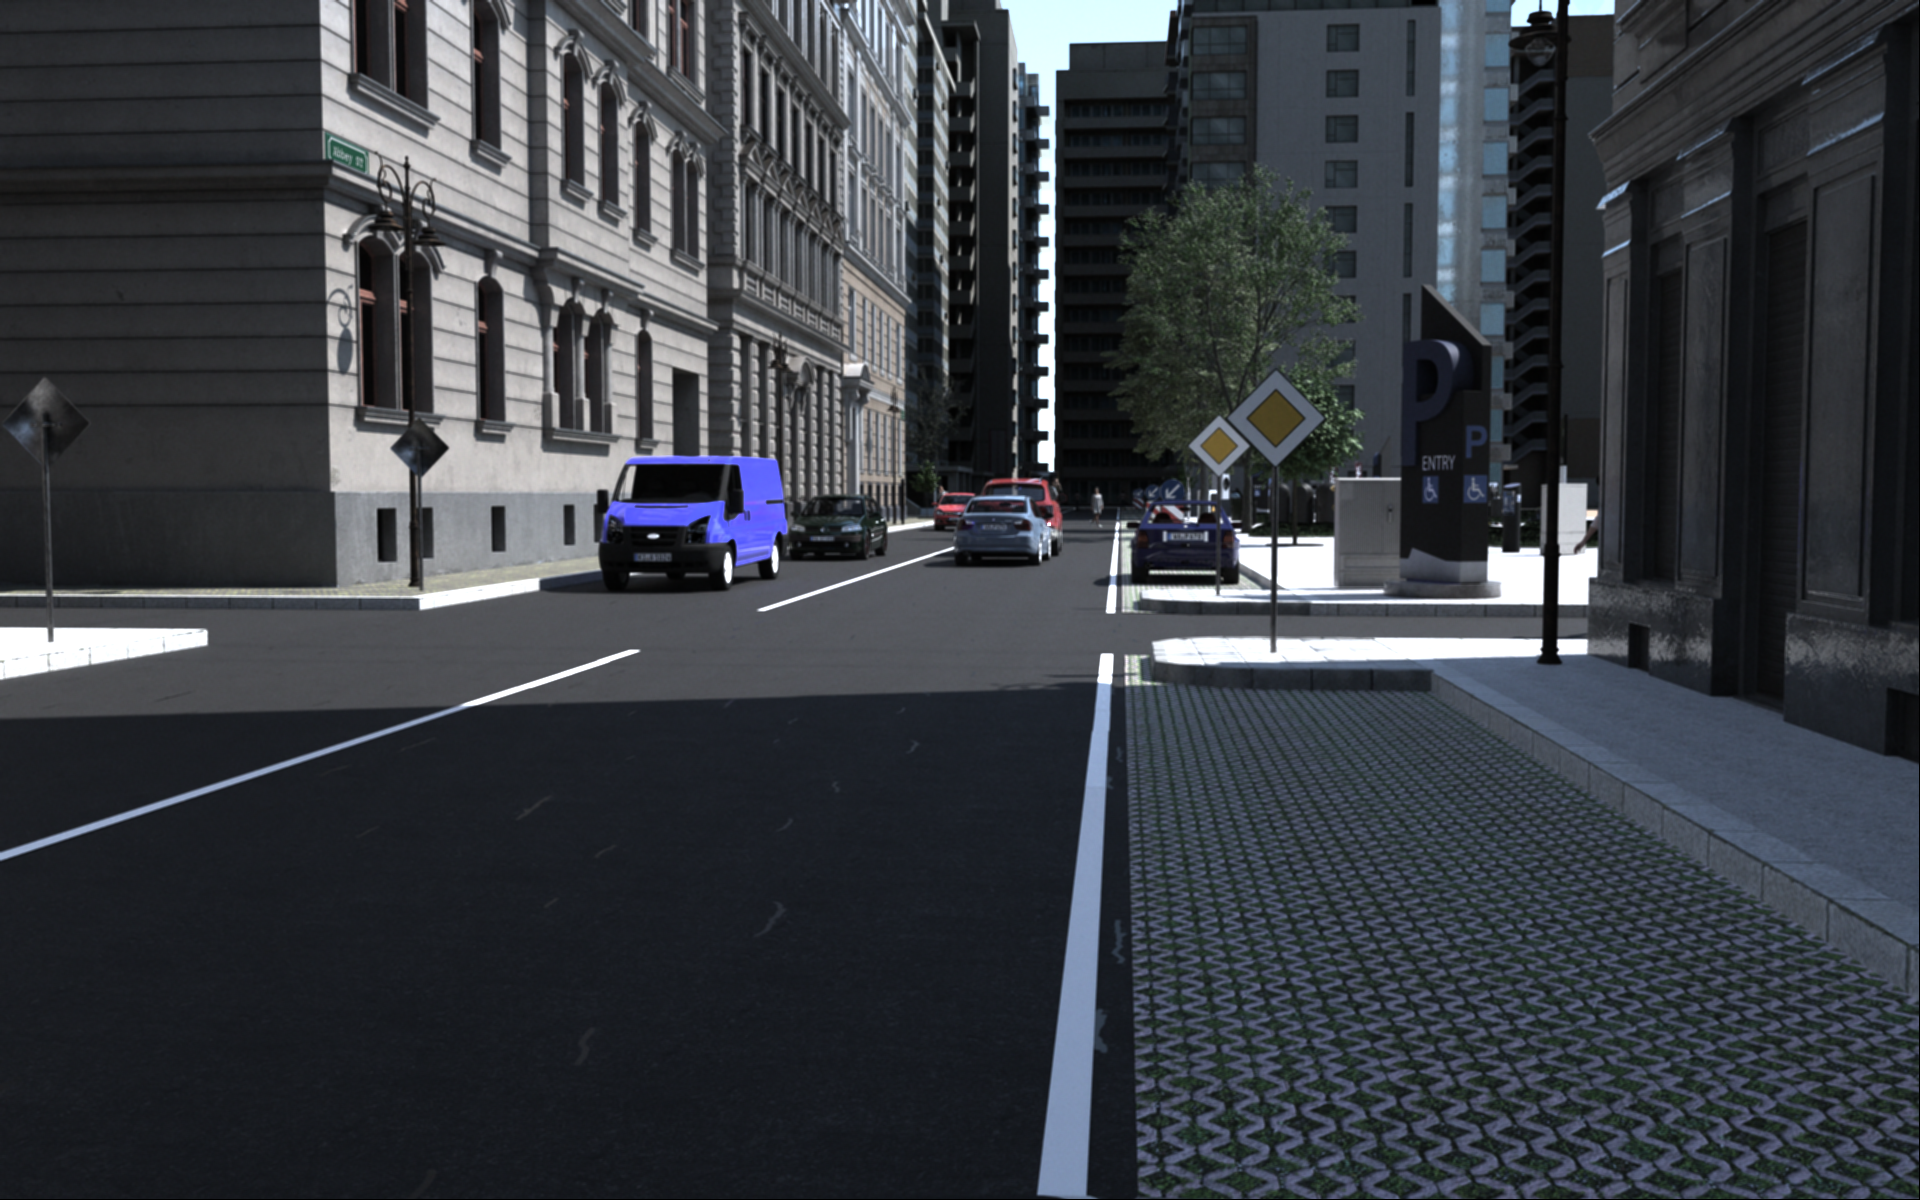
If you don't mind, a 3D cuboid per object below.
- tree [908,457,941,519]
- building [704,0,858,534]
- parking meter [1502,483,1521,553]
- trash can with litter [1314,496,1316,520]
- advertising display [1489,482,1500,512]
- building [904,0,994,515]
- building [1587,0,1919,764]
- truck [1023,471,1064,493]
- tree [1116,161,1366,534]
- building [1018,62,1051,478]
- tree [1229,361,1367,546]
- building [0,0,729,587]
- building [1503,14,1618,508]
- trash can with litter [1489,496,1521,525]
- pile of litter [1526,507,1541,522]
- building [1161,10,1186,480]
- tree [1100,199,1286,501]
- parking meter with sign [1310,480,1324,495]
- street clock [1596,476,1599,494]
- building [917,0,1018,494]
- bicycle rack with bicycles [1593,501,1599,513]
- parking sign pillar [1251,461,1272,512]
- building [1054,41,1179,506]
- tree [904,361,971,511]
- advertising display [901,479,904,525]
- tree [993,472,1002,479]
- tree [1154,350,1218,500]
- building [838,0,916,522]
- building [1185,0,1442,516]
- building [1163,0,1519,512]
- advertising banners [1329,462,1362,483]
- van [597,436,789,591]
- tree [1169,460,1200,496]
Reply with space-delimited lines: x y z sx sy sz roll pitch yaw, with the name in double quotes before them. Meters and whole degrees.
"tree" -1.724 -5.885 90.819 1.663 3.219 1.824 0 3 0
"building" -10.101 -13.929 56.613 11.050 23.489 19.941 0 4 5
"parking meter" 12.128 -1.814 38.074 0.372 1.533 0.369 0 3 0
"trash can with litter" 18.048 -4.543 85.334 2.233 1.210 1.678 -1 4 -21
"advertising display" 27.716 -5.217 90.513 0.123 1.923 0.974 -3 5 -43
"building" -13.727 -27.205 136.676 32.217 40.220 23.993 0 4 5
"building" 8.872 -9.468 3.946 9.793 20.994 18.267 0 4 5
"truck" 7.299 -9.435 150.179 3.469 3.379 9.791 0 4 3
"tree" 9.155 -7.952 55.778 9.928 11.665 9.643 0 3 0
"building" -5.117 -35.085 193.246 30.456 49.044 23.786 0 4 5
"tree" 8.305 -3.630 43.072 4.285 4.588 4.351 0 3 0
"building" -13.736 -15.118 34.562 14.401 28.519 23.554 0 4 5
"building" 55.888 -31.225 160.647 14.200 45.320 14.600 0 4 5
"trash can with litter" 22.304 -3.668 71.031 1.678 1.210 2.233 -3 5 -45
"pile of litter" 20.968 -2.936 61.963 1.719 0.858 1.176 0 4 3
"building" 29.503 -30.689 156.388 22.147 44.769 28.867 0 4 5
"tree" 9.182 -9.133 67.454 7.486 12.596 7.792 0 3 0
"parking meter with sign" 19.694 -6.078 95.632 1.738 3.016 0.543 2 4 28
"street clock" 23.049 -3.519 62.100 0.471 2.002 0.358 2 4 25
"building" -5.652 -32.976 162.864 21.600 48.544 21.300 0 4 5
"bicycle rack with bicycles" 30.533 -4.358 84.636 2.852 0.926 2.925 1 4 15
"parking sign pillar" 16.037 -6.388 92.908 1.447 3.967 1.447 2 4 35
"building" 21.297 -34.618 189.701 21.600 48.544 21.300 0 4 5
"tree" -1.605 -8.852 95.093 4.360 8.622 3.978 0 3 0
"advertising display" -2.426 -4.169 73.385 0.123 1.923 0.974 0 4 -3
"tree" 2.935 -9.543 150.630 1.663 3.219 1.824 0 3 0
"tree" 11.366 -8.281 85.764 4.737 8.622 4.395 0 3 0
"building" -9.729 -17.773 76.495 13.634 28.700 20.117 0 4 5
"building" 20.734 -20.381 104.939 14.160 30.474 14.107 0 4 5
"building" 27.164 -31.017 126.741 23.786 49.044 30.456 0 4 5
"advertising banners" 19.449 -5.540 86.774 2.074 3.025 0.090 1 4 10
"van" -4.175 -1.416 27.544 2.240 2.365 5.245 0 4 6
"tree" 12.524 -6.316 97.872 1.663 3.219 1.824 0 3 0
